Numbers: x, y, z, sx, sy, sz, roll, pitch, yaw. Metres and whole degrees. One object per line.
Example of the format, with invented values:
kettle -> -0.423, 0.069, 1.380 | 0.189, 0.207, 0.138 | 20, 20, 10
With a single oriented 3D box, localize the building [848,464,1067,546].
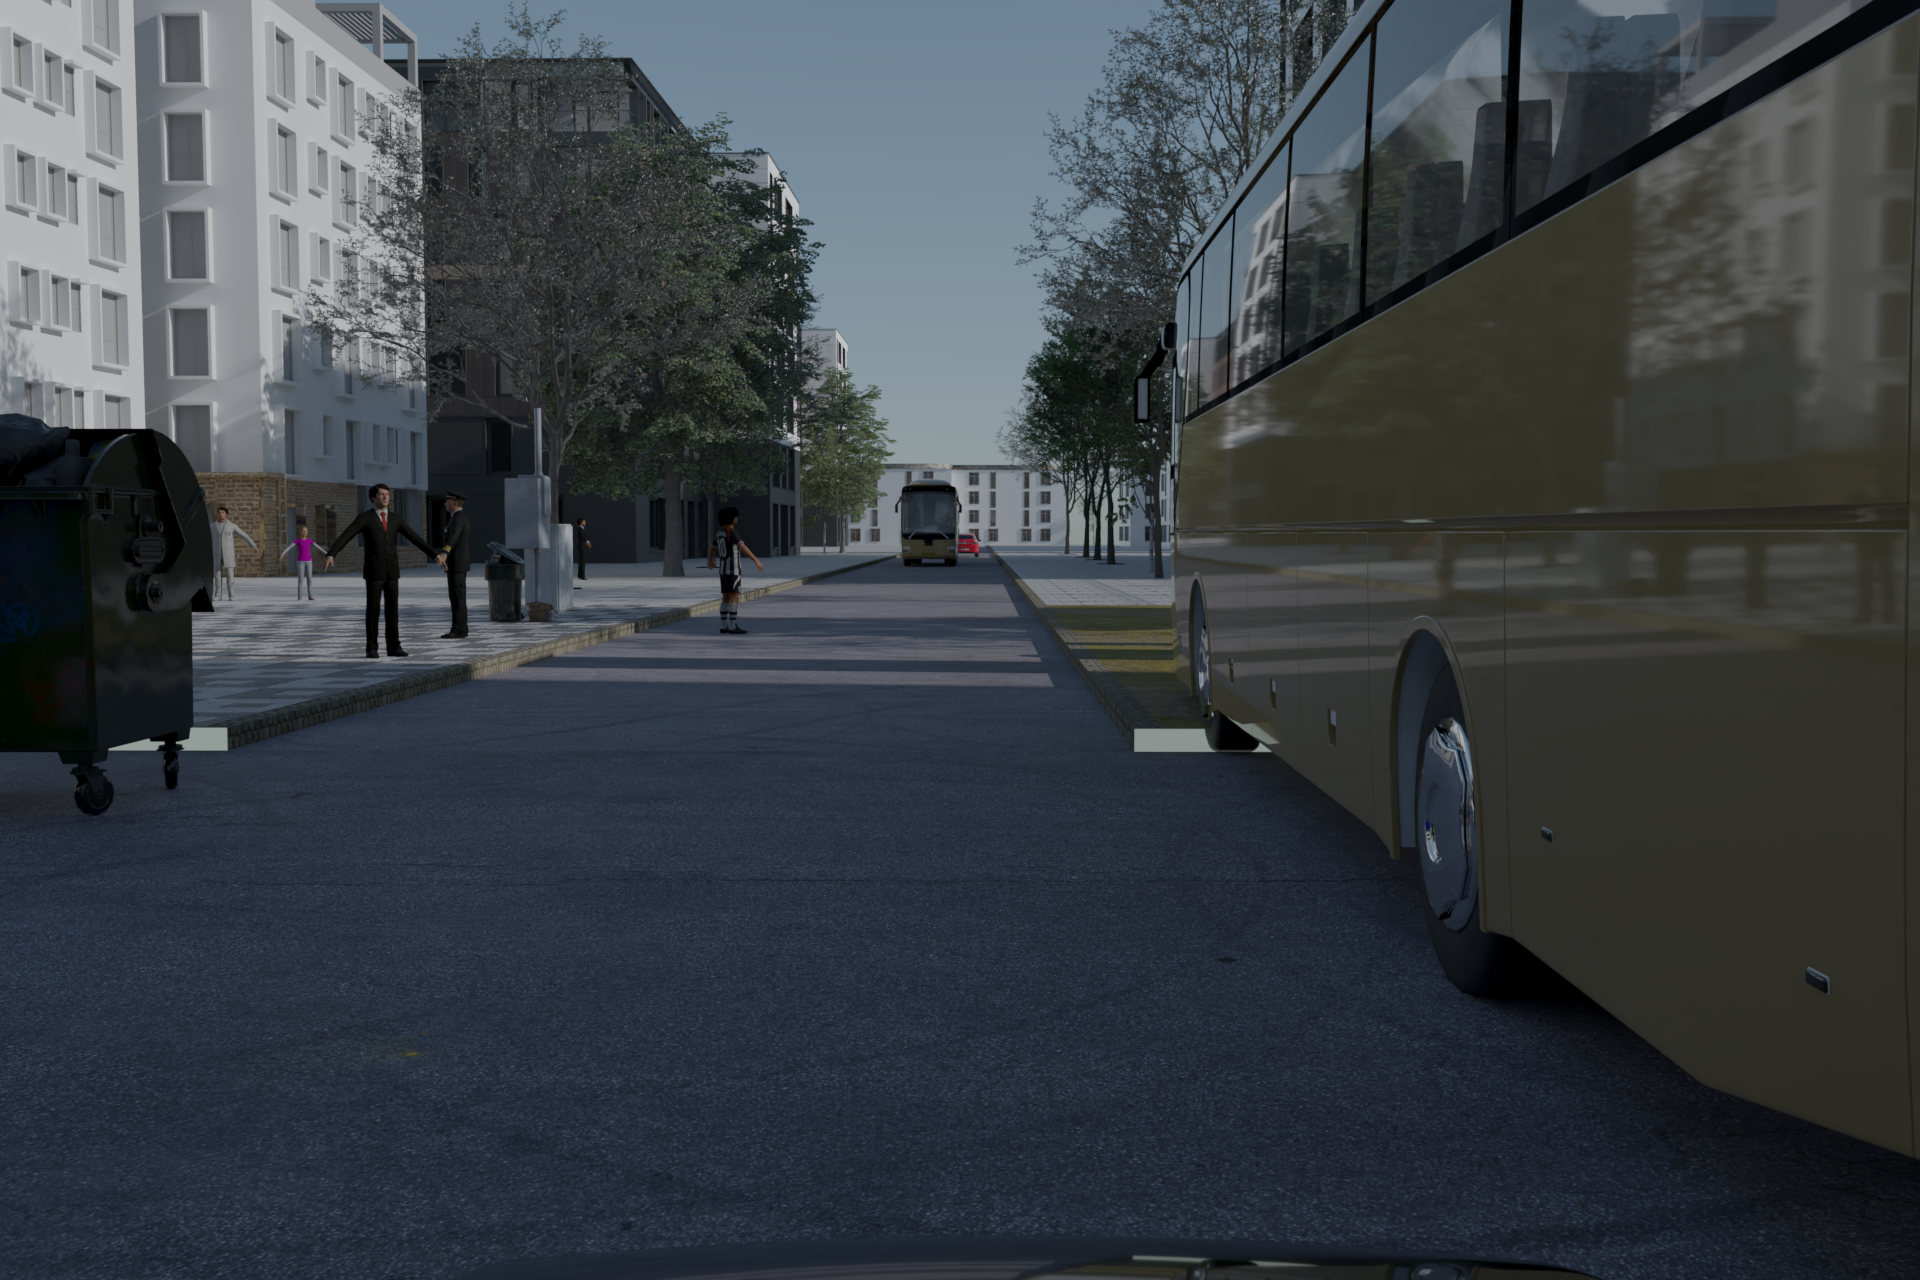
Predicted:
building -> -1.036, -16.045, 206.947 | 28.070, 9.664, 9.099 | 0, 4, 0

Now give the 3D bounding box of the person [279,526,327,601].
person -> -12.636, -1.478, 33.428 | 0.991, 1.433, 0.599 | -2, 4, -35

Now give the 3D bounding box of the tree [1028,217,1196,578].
tree -> 5.453, -7.062, 49.872 | 7.601, 10.594, 8.767 | -1, 4, -19

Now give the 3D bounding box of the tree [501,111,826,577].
tree -> -8.780, -8.890, 52.006 | 9.857, 13.997, 8.962 | 0, 3, 0

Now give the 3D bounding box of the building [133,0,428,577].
building -> -25.341, -11.997, 52.563 | 16.016, 20.090, 11.380 | 0, 4, 1

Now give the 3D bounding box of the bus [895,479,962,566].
bus -> -1.325, -5.461, 80.831 | 2.896, 3.916, 12.252 | 0, 4, 0

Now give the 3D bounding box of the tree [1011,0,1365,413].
tree -> 6.135, -7.659, 35.591 | 12.009, 13.543, 11.850 | 0, 3, 0

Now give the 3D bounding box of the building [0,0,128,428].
building -> -28.199, -10.968, 35.743 | 16.016, 20.090, 11.380 | 0, 4, 0

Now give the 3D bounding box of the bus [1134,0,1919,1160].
bus -> 2.765, -1.017, 8.178 | 2.896, 3.916, 12.252 | 0, 4, 1

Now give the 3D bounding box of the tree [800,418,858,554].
tree -> -8.655, -9.819, 110.906 | 4.737, 8.622, 4.395 | 0, 3, 0

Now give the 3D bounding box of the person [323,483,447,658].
person -> -6.000, -0.723, 18.009 | 1.347, 1.806, 0.705 | -3, 5, -44

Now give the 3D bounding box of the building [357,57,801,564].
building -> -24.209, -15.121, 91.205 | 27.936, 21.610, 32.646 | 0, 4, 1

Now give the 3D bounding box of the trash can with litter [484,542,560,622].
trash can with litter -> -6.433, -0.860, 25.440 | 1.055, 1.170, 0.624 | 0, 4, 2

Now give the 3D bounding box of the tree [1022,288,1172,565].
tree -> 6.261, -9.004, 72.965 | 9.928, 11.665, 9.643 | 0, 3, 0

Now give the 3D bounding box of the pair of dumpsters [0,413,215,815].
pair of dumpsters -> -6.448, -0.258, 9.165 | 4.436, 2.255, 1.574 | 0, 4, 0

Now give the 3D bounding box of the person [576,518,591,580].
person -> -10.447, -2.538, 48.216 | 0.721, 1.740, 1.216 | -1, 4, -22

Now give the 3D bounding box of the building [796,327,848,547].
building -> -26.237, -19.972, 170.510 | 27.936, 21.610, 32.646 | 0, 4, 1

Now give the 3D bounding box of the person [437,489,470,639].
person -> -6.243, -0.945, 21.384 | 0.705, 1.837, 1.347 | -1, 4, -8

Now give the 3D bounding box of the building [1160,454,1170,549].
building -> 21.986, -12.107, 140.089 | 9.099, 9.664, 28.070 | 0, 4, 1

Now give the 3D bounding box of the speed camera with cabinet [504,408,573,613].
speed camera with cabinet -> -6.805, -2.059, 28.008 | 0.660, 3.252, 2.038 | 0, 4, 2

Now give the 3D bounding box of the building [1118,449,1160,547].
building -> 21.201, -13.972, 170.587 | 9.099, 9.664, 28.070 | 0, 4, 0

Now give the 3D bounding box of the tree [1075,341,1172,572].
tree -> 6.311, -6.596, 58.212 | 4.737, 8.622, 4.395 | 0, 3, 0

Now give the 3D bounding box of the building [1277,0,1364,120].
building -> 25.072, -13.417, 63.335 | 27.936, 21.610, 32.646 | 0, 4, 1

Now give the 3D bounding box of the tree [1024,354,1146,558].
tree -> 6.948, -10.283, 93.890 | 9.928, 11.665, 9.643 | 0, 3, 0

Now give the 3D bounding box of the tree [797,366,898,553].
tree -> -8.101, -12.199, 117.583 | 7.486, 12.596, 7.792 | 0, 3, 0

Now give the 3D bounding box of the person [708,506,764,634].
person -> -3.285, -0.997, 24.910 | 0.704, 1.843, 1.345 | -3, 5, -41

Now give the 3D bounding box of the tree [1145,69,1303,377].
tree -> 5.673, -4.707, 27.324 | 4.360, 8.622, 3.978 | 0, 3, 0

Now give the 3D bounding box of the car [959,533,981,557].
car -> 0.270, -6.091, 108.631 | 2.155, 1.783, 4.494 | 0, 4, -1

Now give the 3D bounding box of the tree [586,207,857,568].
tree -> -9.409, -9.454, 64.944 | 12.009, 13.543, 11.850 | 0, 3, 0

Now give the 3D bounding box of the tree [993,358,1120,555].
tree -> 6.871, -12.112, 108.400 | 12.009, 13.543, 11.850 | 0, 3, 0

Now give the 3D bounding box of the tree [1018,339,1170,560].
tree -> 6.678, -9.697, 84.309 | 9.928, 11.665, 9.643 | 0, 3, 0

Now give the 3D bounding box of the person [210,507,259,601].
person -> -14.135, -1.653, 33.219 | 1.347, 1.806, 0.705 | -1, 4, -10

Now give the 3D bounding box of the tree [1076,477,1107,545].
tree -> 16.413, -15.843, 209.387 | 4.360, 8.622, 3.978 | 0, 3, 0

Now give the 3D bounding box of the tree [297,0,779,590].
tree -> -9.427, -7.921, 39.882 | 12.009, 13.543, 11.850 | 0, 3, 0
